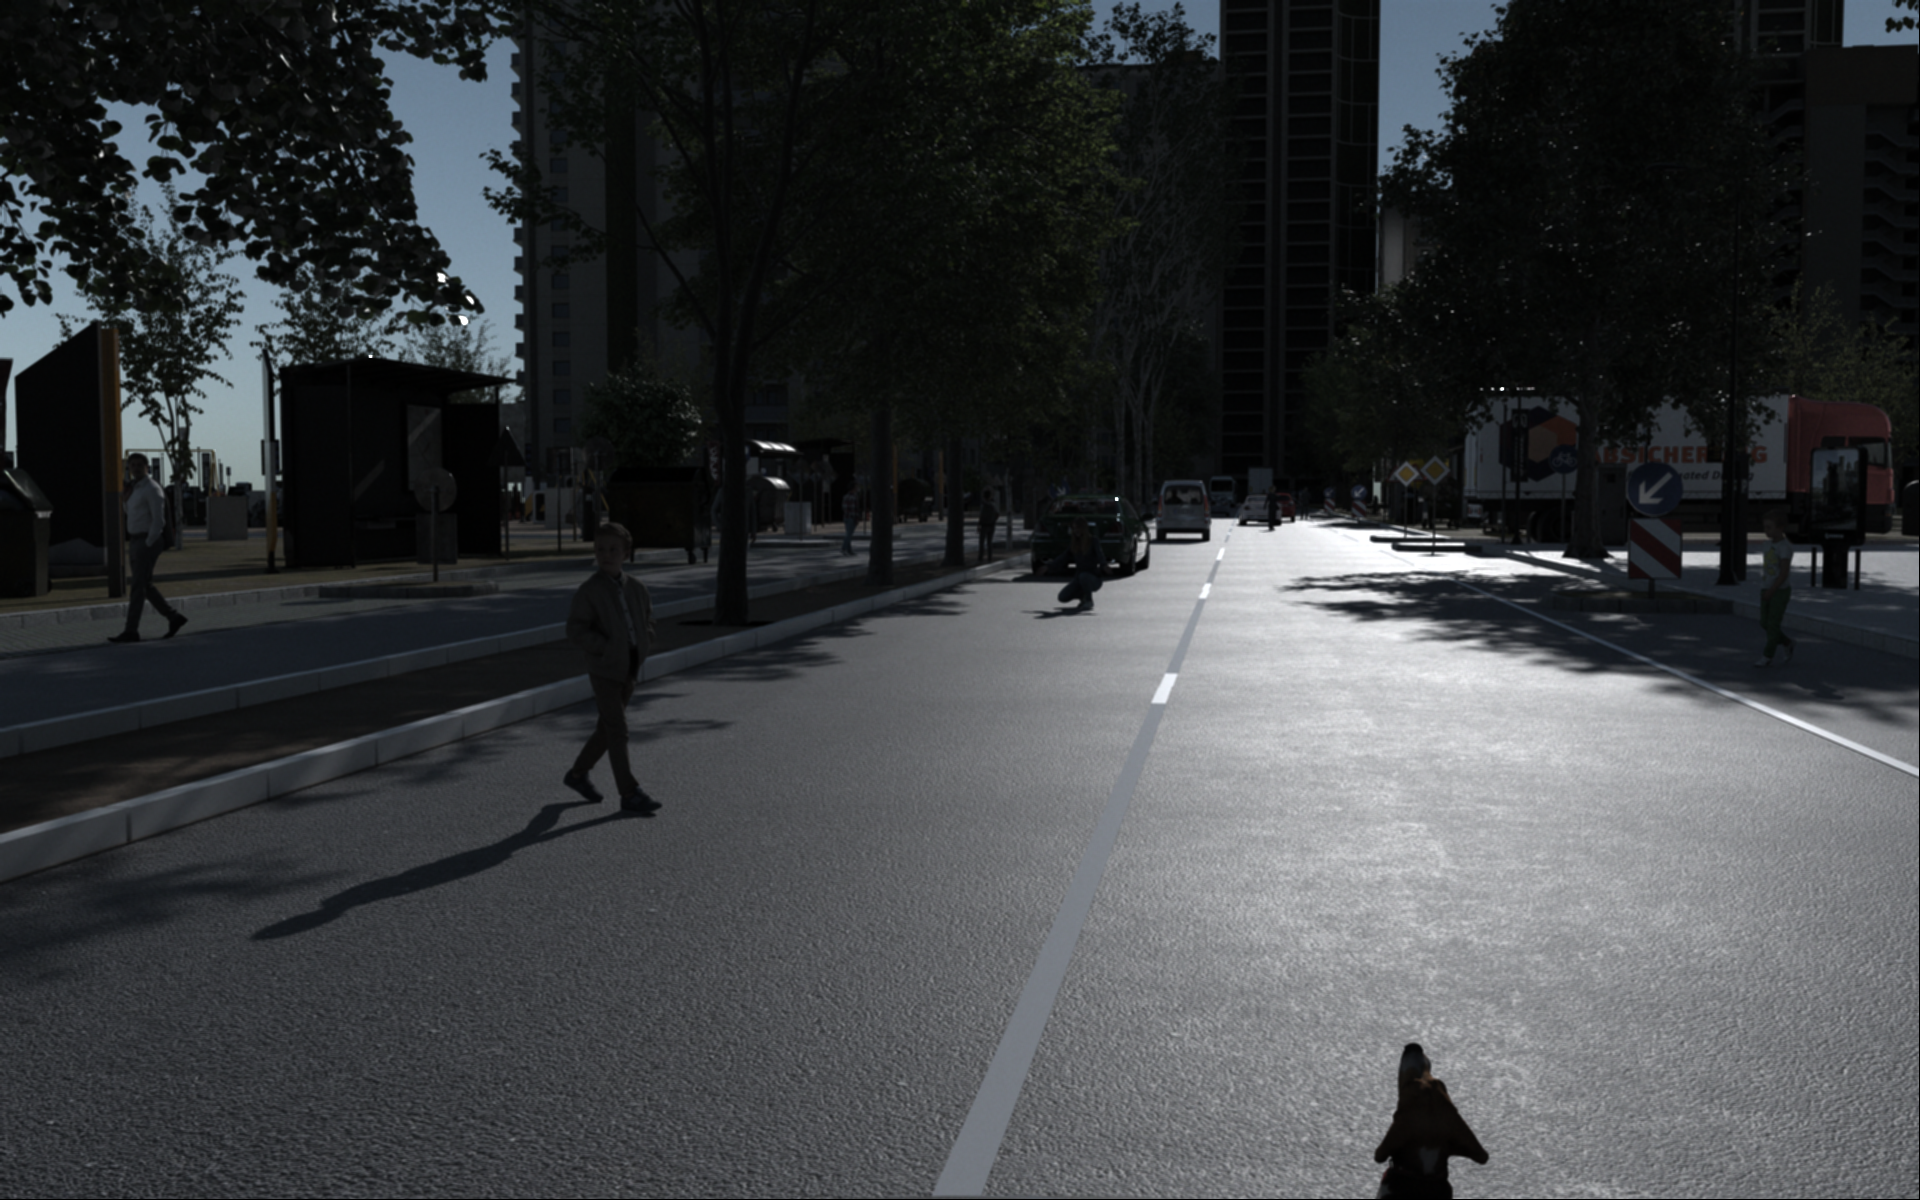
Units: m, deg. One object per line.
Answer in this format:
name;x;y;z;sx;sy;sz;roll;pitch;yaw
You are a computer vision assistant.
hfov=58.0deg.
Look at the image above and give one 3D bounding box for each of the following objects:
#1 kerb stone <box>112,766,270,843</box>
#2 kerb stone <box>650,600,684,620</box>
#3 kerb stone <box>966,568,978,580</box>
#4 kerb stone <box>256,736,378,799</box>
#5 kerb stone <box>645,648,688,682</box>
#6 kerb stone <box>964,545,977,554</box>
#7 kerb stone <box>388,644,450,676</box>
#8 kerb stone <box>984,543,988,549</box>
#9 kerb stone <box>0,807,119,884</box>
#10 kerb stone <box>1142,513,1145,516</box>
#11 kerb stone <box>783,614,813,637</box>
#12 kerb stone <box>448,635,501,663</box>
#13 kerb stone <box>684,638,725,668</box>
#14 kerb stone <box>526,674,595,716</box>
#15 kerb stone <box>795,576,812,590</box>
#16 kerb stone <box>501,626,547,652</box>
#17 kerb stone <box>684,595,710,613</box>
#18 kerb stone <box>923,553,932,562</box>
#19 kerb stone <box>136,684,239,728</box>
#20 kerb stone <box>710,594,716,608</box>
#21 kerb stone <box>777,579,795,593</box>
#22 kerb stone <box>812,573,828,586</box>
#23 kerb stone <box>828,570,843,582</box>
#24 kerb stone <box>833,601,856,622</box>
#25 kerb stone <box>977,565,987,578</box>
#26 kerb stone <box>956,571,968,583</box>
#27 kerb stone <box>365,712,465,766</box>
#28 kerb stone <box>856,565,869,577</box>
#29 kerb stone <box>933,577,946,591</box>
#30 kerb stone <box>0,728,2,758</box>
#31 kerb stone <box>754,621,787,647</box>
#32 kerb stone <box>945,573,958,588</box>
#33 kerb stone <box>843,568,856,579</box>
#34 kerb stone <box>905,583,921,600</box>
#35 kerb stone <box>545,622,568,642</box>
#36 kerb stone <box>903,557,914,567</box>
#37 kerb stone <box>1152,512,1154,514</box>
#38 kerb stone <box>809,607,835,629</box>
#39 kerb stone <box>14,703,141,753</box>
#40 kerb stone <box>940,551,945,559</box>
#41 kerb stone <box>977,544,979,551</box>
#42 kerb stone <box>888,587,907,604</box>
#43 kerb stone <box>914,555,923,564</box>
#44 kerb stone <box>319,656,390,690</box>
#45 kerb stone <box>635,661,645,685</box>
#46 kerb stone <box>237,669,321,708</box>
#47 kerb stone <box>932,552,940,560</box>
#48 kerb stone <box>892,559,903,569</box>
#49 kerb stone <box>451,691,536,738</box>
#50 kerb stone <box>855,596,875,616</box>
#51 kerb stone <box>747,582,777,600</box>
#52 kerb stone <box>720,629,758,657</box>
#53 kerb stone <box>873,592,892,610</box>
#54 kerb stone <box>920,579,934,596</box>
kerb stone;-3.380;0.895;7.615;0.120;0.150;1.000;1;4;9
kerb stone;-3.448;0.128;20.103;0.120;0.150;1.000;1;4;9
kerb stone;0.117;-0.406;28.833;0.120;0.150;1.000;1;4;9
kerb stone;-3.215;0.836;8.623;0.120;0.150;1.000;1;4;9
kerb stone;-2.382;0.521;13.673;0.120;0.150;1.000;1;4;9
kerb stone;0.215;-1.233;42.347;0.120;0.150;1.000;1;4;9
kerb stone;-4.445;0.500;14.049;0.120;0.150;1.000;1;4;9
kerb stone;0.545;-1.353;44.367;0.120;0.150;1.000;1;4;9
kerb stone;-3.550;0.955;6.600;0.120;0.150;1.000;1;4;9
kerb stone;12.654;-5.848;117.817;0.120;0.150;1.000;1;4;9
kerb stone;-1.715;0.274;17.716;0.120;0.150;1.000;1;4;9
kerb stone;-4.278;0.437;15.057;0.120;0.150;1.000;1;4;9
kerb stone;-2.217;0.460;14.681;0.120;0.150;1.000;1;4;9
kerb stone;-2.718;0.645;11.651;0.120;0.150;1.000;1;4;9
kerb stone;-2.454;-0.242;26.160;0.120;0.150;1.000;1;4;9
kerb stone;-4.111;0.379;16.069;0.120;0.150;1.000;1;4;9
kerb stone;-3.284;0.066;21.112;0.120;0.150;1.000;1;4;9
kerb stone;-0.791;-0.861;36.266;0.120;0.150;1.000;1;4;9
kerb stone;-4.948;0.684;11.019;0.120;0.150;1.000;1;4;9
kerb stone;-3.110;0.007;22.119;0.120;0.150;1.000;1;4;9
kerb stone;-2.621;-0.181;25.152;0.120;0.150;1.000;1;4;9
kerb stone;-2.285;-0.304;27.169;0.120;0.150;1.000;1;4;9
kerb stone;-2.126;-0.366;28.179;0.120;0.150;1.000;1;4;9
kerb stone;-1.380;0.150;19.745;0.120;0.150;1.000;1;4;9
kerb stone;0.285;-0.468;29.842;0.120;0.150;1.000;1;4;9
kerb stone;-0.057;-0.341;27.821;0.120;0.150;1.000;1;4;9
kerb stone;-3.047;0.774;9.634;0.120;0.150;1.000;1;4;9
kerb stone;-1.780;-0.484;30.199;0.120;0.150;1.000;1;4;9
kerb stone;-0.386;-0.221;25.803;0.120;0.150;1.000;1;4;9
kerb stone;-5.287;0.808;8.980;0.120;0.150;1.000;1;4;9
kerb stone;-1.877;0.336;16.697;0.120;0.150;1.000;1;4;9
kerb stone;-0.217;-0.276;26.811;0.120;0.150;1.000;1;4;9
kerb stone;-1.958;-0.425;29.187;0.120;0.150;1.000;1;4;9
kerb stone;-0.716;-0.097;23.786;0.120;0.150;1.000;1;4;9
kerb stone;-3.946;0.313;17.078;0.120;0.150;1.000;1;4;9
kerb stone;-1.116;-0.731;34.244;0.120;0.150;1.000;1;4;9
kerb stone;14.161;-6.401;126.939;0.120;0.150;1.000;1;4;9
kerb stone;-1.556;0.216;18.736;0.120;0.150;1.000;1;4;9
kerb stone;-5.114;0.746;10.001;0.120;0.150;1.000;1;4;9
kerb stone;-0.448;-0.984;38.286;0.120;0.150;1.000;1;4;9
kerb stone;0.387;-1.293;43.355;0.120;0.150;1.000;1;4;9
kerb stone;-0.890;-0.036;22.779;0.120;0.150;1.000;1;4;9
kerb stone;-0.958;-0.791;35.258;0.120;0.150;1.000;1;4;9
kerb stone;-4.611;0.564;13.040;0.120;0.150;1.000;1;4;9
kerb stone;-2.553;0.584;12.665;0.120;0.150;1.000;1;4;9
kerb stone;-4.774;0.622;12.031;0.120;0.150;1.000;1;4;9
kerb stone;-0.626;-0.921;37.275;0.120;0.150;1.000;1;4;9
kerb stone;-1.293;-0.673;33.237;0.120;0.150;1.000;1;4;9
kerb stone;-2.882;0.709;10.643;0.120;0.150;1.000;1;4;9
kerb stone;-1.218;0.088;20.760;0.120;0.150;1.000;1;4;9
kerb stone;-2.781;-0.118;24.141;0.120;0.150;1.000;1;4;9
kerb stone;-2.049;0.398;15.690;0.120;0.150;1.000;1;4;9
kerb stone;-1.046;0.029;21.768;0.120;0.150;1.000;1;4;9
kerb stone;-0.549;-0.159;24.794;0.120;0.150;1.000;1;4;9
